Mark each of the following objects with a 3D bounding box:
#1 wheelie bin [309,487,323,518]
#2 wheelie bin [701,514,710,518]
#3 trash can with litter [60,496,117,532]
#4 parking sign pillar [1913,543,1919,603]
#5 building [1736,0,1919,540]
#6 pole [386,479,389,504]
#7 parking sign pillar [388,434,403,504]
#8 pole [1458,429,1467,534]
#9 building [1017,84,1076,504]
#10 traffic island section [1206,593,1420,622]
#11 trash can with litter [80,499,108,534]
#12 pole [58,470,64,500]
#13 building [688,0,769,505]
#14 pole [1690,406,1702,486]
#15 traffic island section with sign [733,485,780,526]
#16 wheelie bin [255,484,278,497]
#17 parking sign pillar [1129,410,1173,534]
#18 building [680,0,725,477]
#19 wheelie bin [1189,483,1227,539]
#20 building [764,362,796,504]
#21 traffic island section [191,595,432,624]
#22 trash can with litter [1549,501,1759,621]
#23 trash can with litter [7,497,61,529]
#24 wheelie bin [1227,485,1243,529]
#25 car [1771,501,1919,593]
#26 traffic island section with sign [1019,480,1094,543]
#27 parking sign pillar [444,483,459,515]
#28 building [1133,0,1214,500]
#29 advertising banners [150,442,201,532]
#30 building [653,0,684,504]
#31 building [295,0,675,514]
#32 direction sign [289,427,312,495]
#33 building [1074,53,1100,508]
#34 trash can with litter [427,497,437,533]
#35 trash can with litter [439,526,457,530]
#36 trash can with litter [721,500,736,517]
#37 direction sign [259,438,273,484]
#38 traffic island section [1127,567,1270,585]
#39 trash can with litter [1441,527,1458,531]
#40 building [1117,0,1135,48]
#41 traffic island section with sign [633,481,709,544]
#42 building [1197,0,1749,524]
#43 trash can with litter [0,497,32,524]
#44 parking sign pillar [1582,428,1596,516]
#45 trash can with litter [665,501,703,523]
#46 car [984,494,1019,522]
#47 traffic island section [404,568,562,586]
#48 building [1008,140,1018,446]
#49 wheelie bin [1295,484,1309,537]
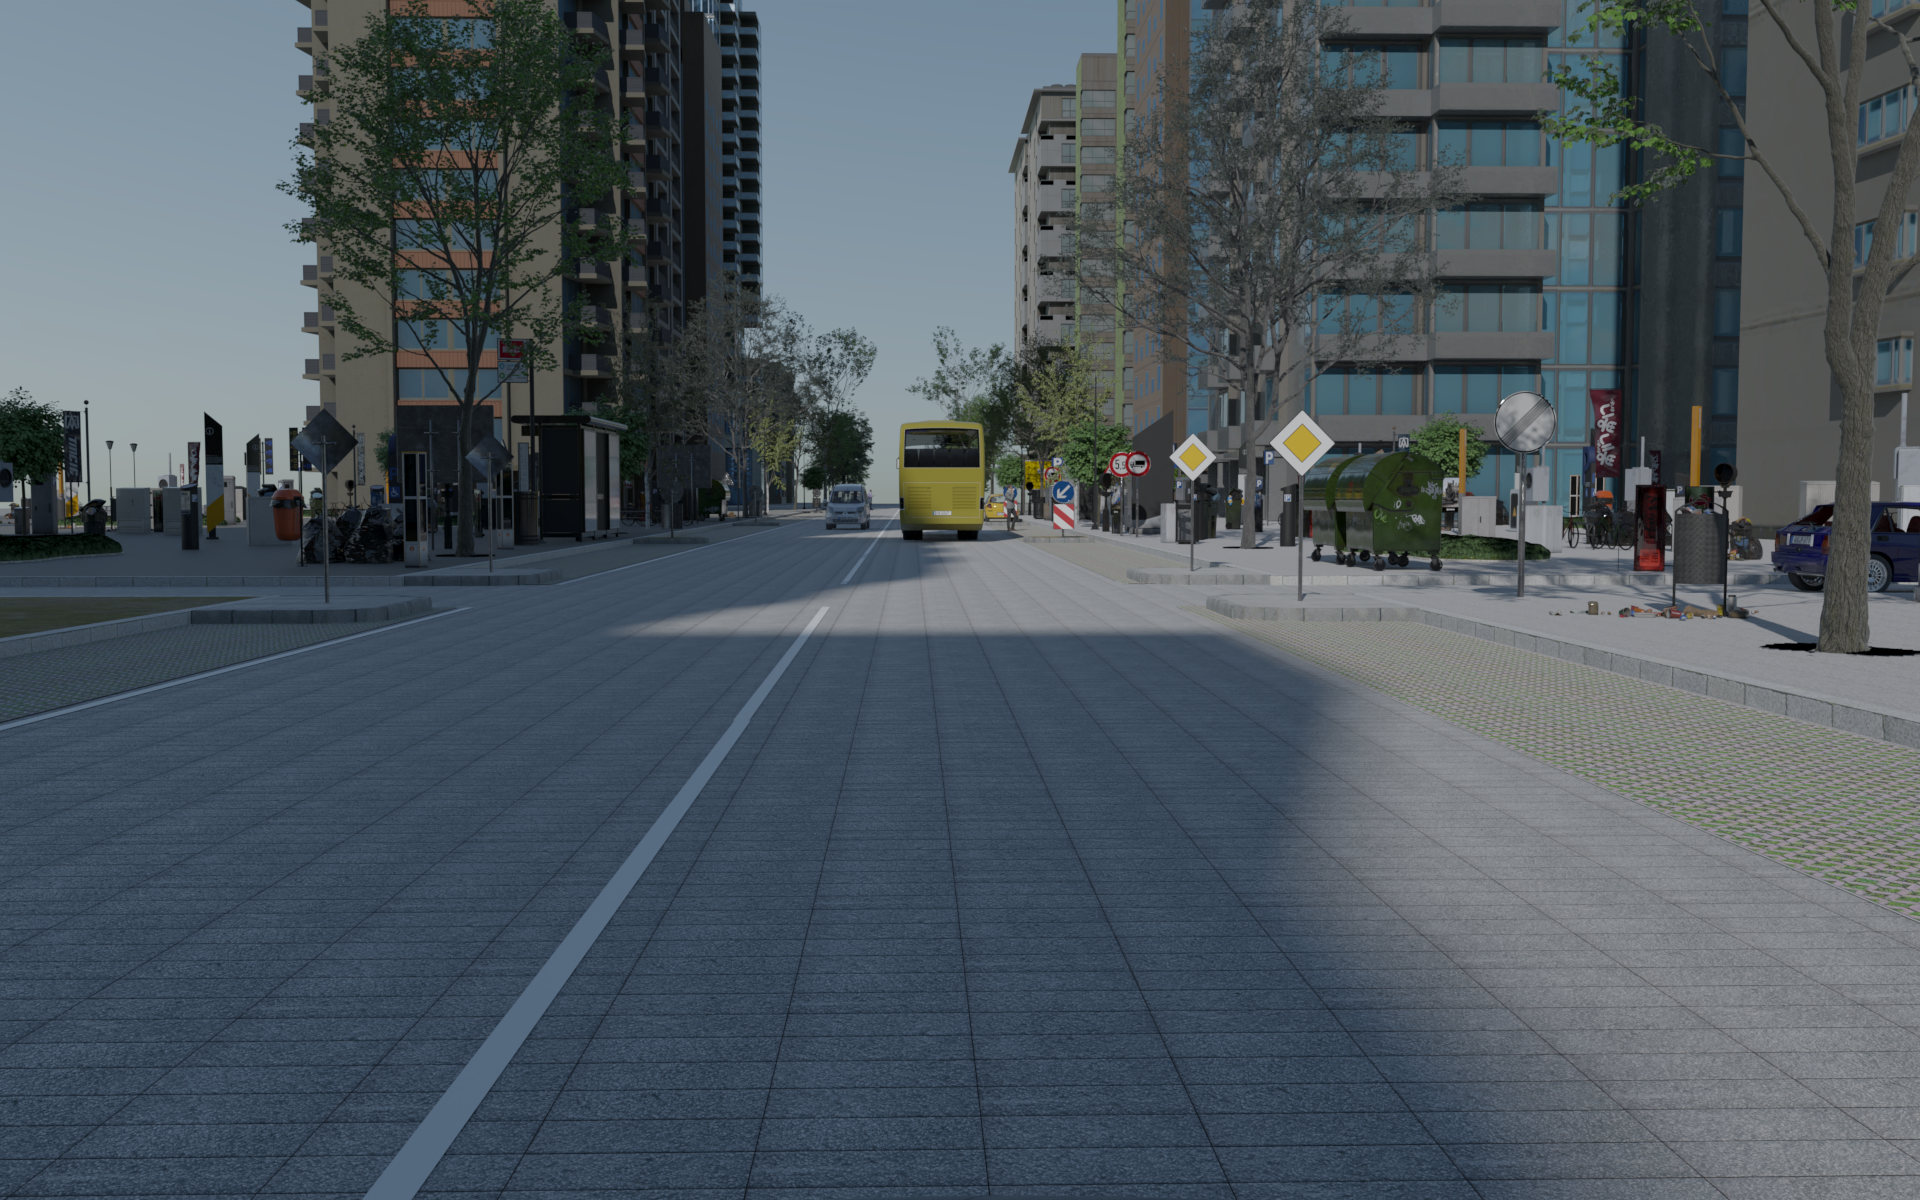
[{"bbox_3d":[-30.419,-4.534,82.032,0.693,1.594,0.980,-3,5,-44],"label":"wheelie bin"},{"bbox_3d":[-13.545,-5.120,91.628,0.693,1.594,0.980,2,4,32],"label":"wheelie bin"},{"bbox_3d":[-29.313,-2.960,59.453,1.678,1.210,2.233,0,4,6],"label":"trash can with litter"},{"bbox_3d":[12.053,-1.946,20.283,1.447,3.967,1.447,-3,5,-42],"label":"parking sign pillar"},{"bbox_3d":[33.325,-25.784,45.267,21.600,48.544,21.300,0,4,-2],"label":"building"},{"bbox_3d":[-30.005,-5.935,90.883,0.158,3.312,0.155,0,3,0],"label":"pole"},{"bbox_3d":[-17.730,-4.077,55.130,1.447,3.967,1.447,0,4,7],"label":"parking sign pillar"},{"bbox_3d":[15.770,-3.702,54.370,0.158,3.312,0.155,0,3,0],"label":"pole"},{"bbox_3d":[22.882,-38.652,221.196,28.713,52.752,27.495,0,4,-2],"label":"building"},{"bbox_3d":[4.095,0.092,20.770,2.009,0.180,2.903,0,4,-2],"label":"traffic island section"},{"bbox_3d":[-21.128,-1.863,41.853,1.055,1.170,0.624,2,4,23],"label":"trash can with litter"},{"bbox_3d":[-42.519,-5.388,81.935,0.158,3.312,0.155,0,3,0],"label":"pole"},{"bbox_3d":[-34.023,-54.758,207.971,22.319,86.520,31.000,0,4,-2],"label":"building"},{"bbox_3d":[17.079,-2.837,40.236,0.158,3.312,0.155,0,3,0],"label":"pole"},{"bbox_3d":[-9.129,-4.226,77.719,1.989,1.847,2.006,0,4,-2],"label":"traffic island section with sign"},{"bbox_3d":[-21.413,-2.801,53.708,0.980,1.594,0.693,2,4,33],"label":"wheelie bin"},{"bbox_3d":[6.167,-4.104,55.567,1.447,3.967,1.447,0,4,2],"label":"parking sign pillar"},{"bbox_3d":[-29.458,-31.138,159.209,14.600,45.320,14.200,0,4,-2],"label":"building"},{"bbox_3d":[7.047,-2.557,49.711,0.693,1.594,0.980,3,4,38],"label":"wheelie bin"},{"bbox_3d":[-37.559,-24.156,239.986,27.650,21.520,28.899,0,4,-2],"label":"building"},{"bbox_3d":[-7.492,0.112,20.448,2.009,0.180,2.903,0,4,-2],"label":"traffic island section"},{"bbox_3d":[7.382,-0.442,18.293,2.233,1.210,1.678,1,4,13],"label":"trash can with litter"},{"bbox_3d":[-33.818,-3.268,64.495,2.233,1.210,1.678,1,4,12],"label":"trash can with litter"},{"bbox_3d":[9.954,-3.368,62.976,0.693,1.594,0.980,1,4,8],"label":"wheelie bin"},{"bbox_3d":[13.963,-0.762,25.034,3.894,1.354,1.945,0,4,-3],"label":"car"},{"bbox_3d":[2.896,-2.617,51.422,1.989,1.847,2.006,0,4,-2],"label":"traffic island section with sign"},{"bbox_3d":[-23.053,-5.538,79.017,1.447,3.967,1.447,1,4,10],"label":"parking sign pillar"},{"bbox_3d":[19.032,-28.234,111.731,14.600,45.320,14.200,0,4,-2],"label":"building"},{"bbox_3d":[-26.278,-3.784,58.054,2.074,3.025,0.090,1,4,17],"label":"advertising banners"},{"bbox_3d":[-31.371,-42.977,140.933,20.563,71.187,20.611,0,4,-2],"label":"building"},{"bbox_3d":[-31.470,-28.261,116.687,22.147,44.769,28.867,0,4,-2],"label":"building"},{"bbox_3d":[-22.363,-4.085,58.783,0.876,3.537,0.379,1,4,17],"label":"direction sign"},{"bbox_3d":[17.801,-29.422,164.636,14.154,41.232,14.086,0,4,-2],"label":"building"},{"bbox_3d":[-17.449,-2.796,57.103,0.624,1.170,1.055,-2,4,-28],"label":"trash can with litter"},{"bbox_3d":[-18.973,-3.076,61.348,2.233,1.210,1.678,-1,4,-15],"label":"trash can with litter"},{"bbox_3d":[-12.952,-5.167,95.871,1.055,1.170,0.624,-3,4,-36],"label":"trash can with litter"},{"bbox_3d":[-28.136,-4.769,69.975,0.876,3.537,0.379,1,4,11],"label":"direction sign"},{"bbox_3d":[3.868,-0.396,28.752,2.009,0.180,2.903,0,4,-2],"label":"traffic island section"},{"bbox_3d":[16.666,-3.031,60.618,1.678,1.210,2.233,-1,4,-18],"label":"trash can with litter"},{"bbox_3d":[18.188,-27.073,126.231,14.154,41.232,14.086,0,4,-2],"label":"building"},{"bbox_3d":[-8.334,-2.540,50.149,1.989,1.847,2.006,0,4,-2],"label":"traffic island section with sign"},{"bbox_3d":[24.584,-28.646,87.968,23.786,49.044,30.456,0,4,-2],"label":"building"},{"bbox_3d":[-41.085,-3.940,75.485,2.233,1.210,1.678,-2,4,-34],"label":"trash can with litter"},{"bbox_3d":[25.655,-5.005,70.301,1.447,3.967,1.447,0,4,6],"label":"parking sign pillar"},{"bbox_3d":[-12.558,-4.033,76.994,2.233,1.210,1.678,1,4,17],"label":"trash can with litter"},{"bbox_3d":[2.051,-4.796,88.639,2.015,1.641,3.980,0,4,-2],"label":"car"},{"bbox_3d":[-7.719,-0.376,28.430,2.009,0.180,2.903,0,4,-2],"label":"traffic island section"},{"bbox_3d":[21.981,-40.388,249.579,28.713,52.752,27.495,0,4,-2],"label":"building"},{"bbox_3d":[10.318,-2.679,51.718,0.980,1.594,0.693,0,4,8],"label":"wheelie bin"}]
